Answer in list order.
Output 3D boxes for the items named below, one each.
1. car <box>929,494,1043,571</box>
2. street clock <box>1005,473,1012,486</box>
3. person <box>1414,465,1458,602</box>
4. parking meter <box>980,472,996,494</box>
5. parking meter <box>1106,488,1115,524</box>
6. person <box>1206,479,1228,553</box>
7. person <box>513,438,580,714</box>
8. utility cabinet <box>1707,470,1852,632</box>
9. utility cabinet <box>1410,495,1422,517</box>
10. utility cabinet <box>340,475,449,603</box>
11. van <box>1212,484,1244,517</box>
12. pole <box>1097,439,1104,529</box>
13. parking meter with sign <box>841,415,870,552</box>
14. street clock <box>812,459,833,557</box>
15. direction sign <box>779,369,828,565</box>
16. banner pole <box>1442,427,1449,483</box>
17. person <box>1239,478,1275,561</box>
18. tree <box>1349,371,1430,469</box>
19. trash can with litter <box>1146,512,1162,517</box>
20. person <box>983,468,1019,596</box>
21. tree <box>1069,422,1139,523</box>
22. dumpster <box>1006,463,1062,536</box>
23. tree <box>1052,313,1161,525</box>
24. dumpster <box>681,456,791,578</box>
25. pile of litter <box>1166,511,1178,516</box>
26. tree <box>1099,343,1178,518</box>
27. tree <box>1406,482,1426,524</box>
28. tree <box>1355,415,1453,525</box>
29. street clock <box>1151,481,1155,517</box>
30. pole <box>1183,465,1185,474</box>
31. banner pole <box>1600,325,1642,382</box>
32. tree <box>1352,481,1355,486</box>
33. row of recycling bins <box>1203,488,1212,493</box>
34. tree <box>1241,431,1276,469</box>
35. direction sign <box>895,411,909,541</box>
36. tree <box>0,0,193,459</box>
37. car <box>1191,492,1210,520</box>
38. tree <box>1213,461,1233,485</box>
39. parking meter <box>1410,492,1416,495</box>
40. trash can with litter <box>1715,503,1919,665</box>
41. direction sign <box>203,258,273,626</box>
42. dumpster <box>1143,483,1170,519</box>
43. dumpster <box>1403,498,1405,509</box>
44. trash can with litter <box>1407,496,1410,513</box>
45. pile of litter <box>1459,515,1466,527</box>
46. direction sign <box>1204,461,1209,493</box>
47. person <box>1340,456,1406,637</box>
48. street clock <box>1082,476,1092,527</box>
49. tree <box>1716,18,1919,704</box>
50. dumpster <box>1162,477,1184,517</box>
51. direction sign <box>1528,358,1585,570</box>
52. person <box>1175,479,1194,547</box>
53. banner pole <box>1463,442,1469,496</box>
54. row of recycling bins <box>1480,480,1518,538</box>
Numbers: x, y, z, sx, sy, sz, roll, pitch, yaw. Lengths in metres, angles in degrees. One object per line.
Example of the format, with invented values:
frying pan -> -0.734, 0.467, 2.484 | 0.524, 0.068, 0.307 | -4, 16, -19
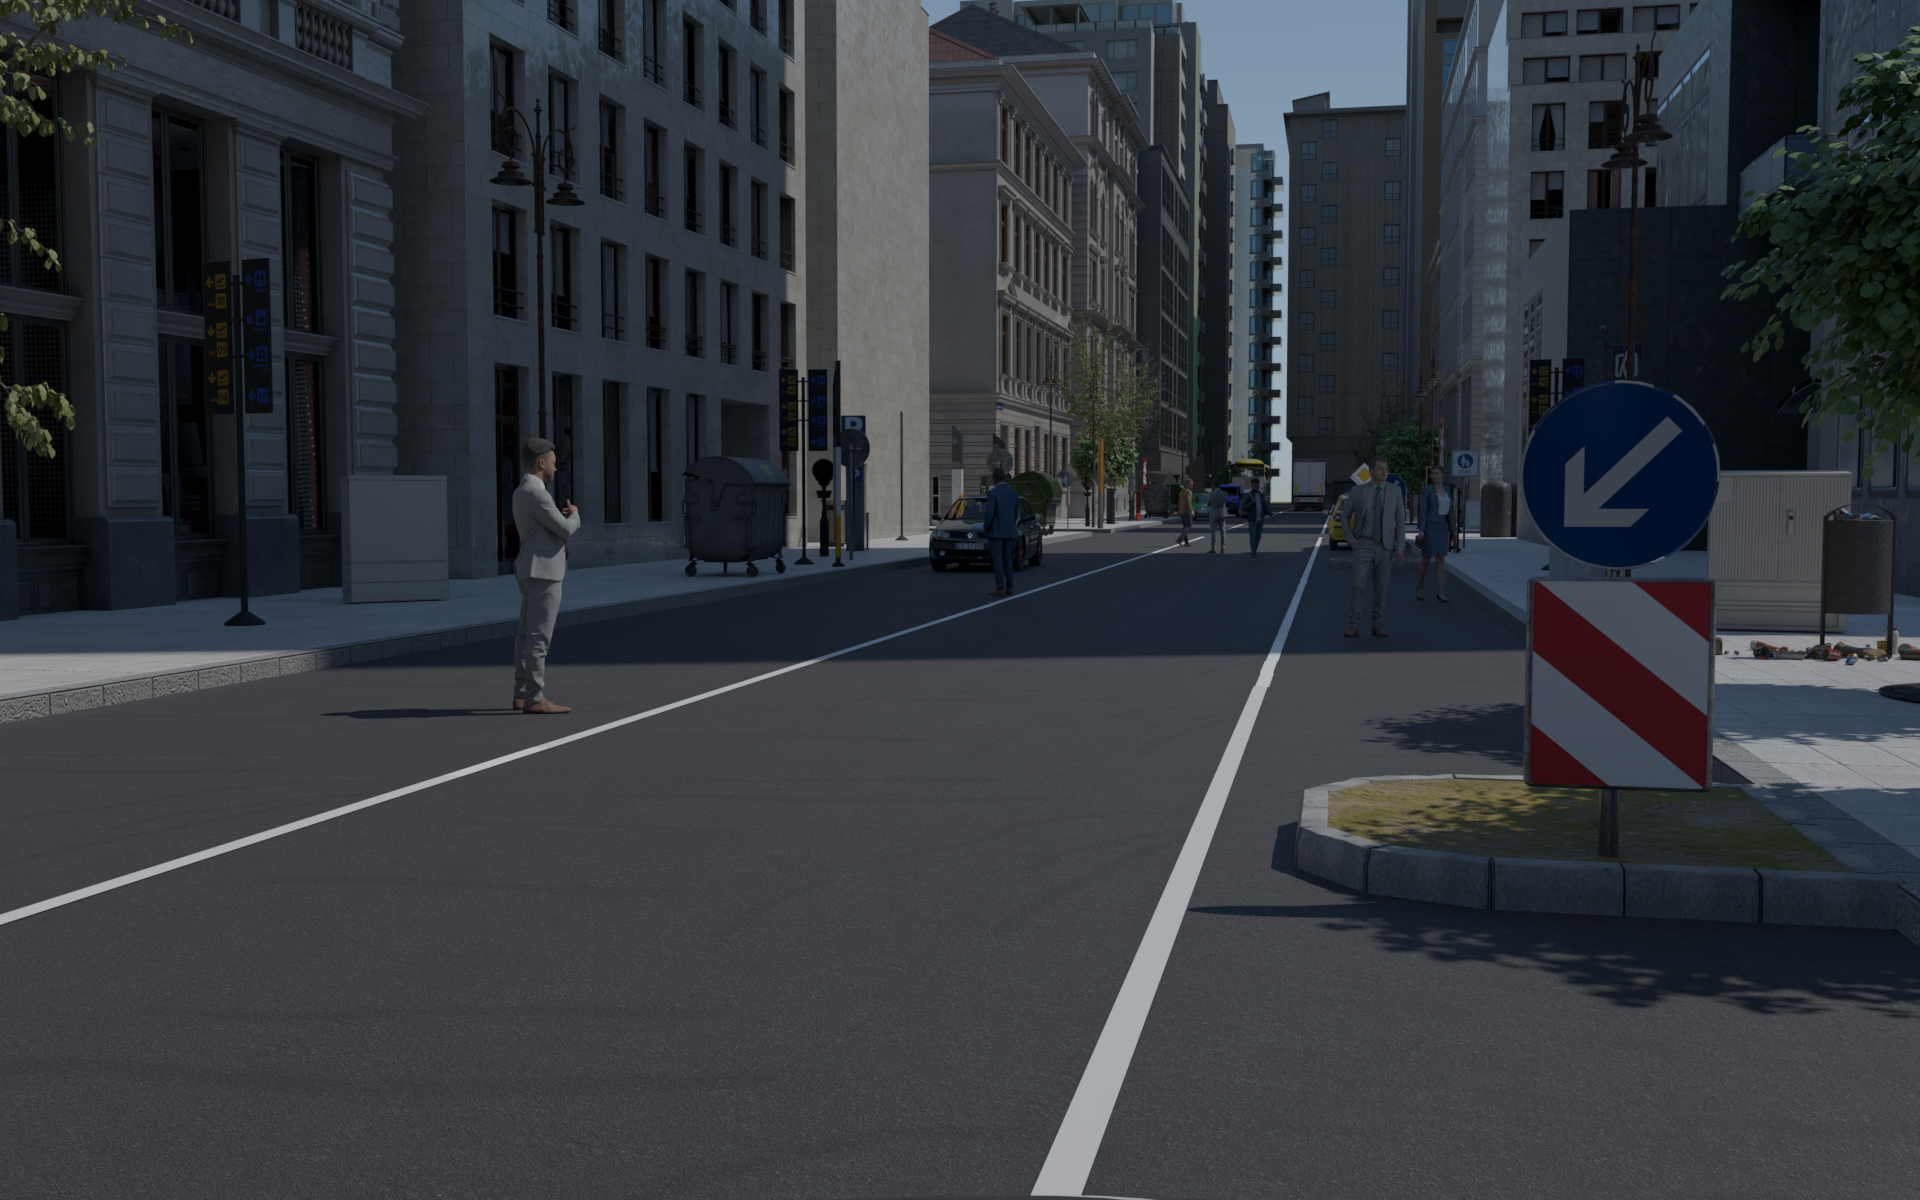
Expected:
car -> 0.545, -1.455, 33.573 | 2.009, 1.686, 4.222 | 1, 4, 10
street clock -> 1.432, -3.157, 56.181 | 0.471, 2.002, 0.358 | -2, 4, -34
person -> 6.348, -0.894, 23.148 | 0.581, 1.822, 0.654 | 0, 4, -4
parking meter -> 0.746, -2.449, 45.748 | 0.399, 1.863, 0.255 | -3, 5, -39
parking meter -> 6.417, -3.994, 73.710 | 0.372, 1.533, 0.369 | 0, 3, 0
person -> 6.213, -2.037, 41.989 | 0.511, 1.800, 0.466 | -2, 4, -28
person -> -2.714, -0.168, 11.422 | 0.466, 1.800, 0.511 | -3, 5, -39
utility cabinet -> 7.604, -0.455, 16.120 | 1.173, 1.500, 0.318 | 1, 4, 20
utility cabinet -> 26.024, -5.314, 98.038 | 1.020, 1.237, 0.306 | 0, 4, -7
utility cabinet -> -6.712, -0.728, 20.577 | 1.173, 1.500, 0.318 | -3, 4, -38
van -> 16.733, -6.365, 108.448 | 2.240, 2.365, 5.245 | 1, 4, 13
pole -> 5.221, -4.313, 64.368 | 0.158, 3.312, 0.155 | 0, 3, 0
parking meter with sign -> -2.327, -2.628, 39.232 | 0.543, 3.016, 1.738 | 0, 4, 2
street clock -> -2.791, -1.896, 35.563 | 0.471, 2.002, 0.358 | 0, 4, -1
direction sign -> -2.844, -2.416, 31.505 | 0.876, 3.537, 0.379 | 0, 4, 3
banner pole -> 17.980, -4.541, 64.259 | 0.401, 3.779, 0.863 | 2, 4, 33
person -> 6.370, -1.745, 37.385 | 0.623, 1.781, 0.721 | -3, 5, -41
tree -> 25.686, -9.318, 102.713 | 4.360, 8.622, 3.978 | 0, 3, 0
trash can with litter -> 10.800, -5.215, 96.645 | 1.055, 1.170, 0.624 | 2, 4, 24
person -> 0.593, -0.969, 24.518 | 0.419, 1.800, 0.721 | 3, 5, 41
tree -> 6.295, -5.665, 76.341 | 4.285, 4.588, 4.351 | 0, 3, 0
dumpster -> 2.279, -3.130, 53.668 | 1.502, 2.255, 1.985 | 1, 4, 12
tree -> 5.806, -7.376, 70.955 | 4.737, 8.622, 4.395 | 0, 3, 0
dumpster -> -3.542, -1.320, 27.347 | 1.264, 1.857, 1.865 | 1, 4, 12
pile of litter -> 12.146, -5.292, 100.492 | 1.176, 0.858, 1.719 | 2, 4, 24
tree -> 8.613, -8.252, 85.279 | 4.360, 8.622, 3.978 | 0, 3, 0
tree -> 19.735, -4.915, 74.966 | 1.663, 3.219, 1.824 | 0, 3, 0
tree -> 18.680, -5.372, 71.547 | 4.285, 4.588, 4.351 | 0, 3, 0
street clock -> 10.926, -5.731, 98.269 | 0.358, 2.002, 0.471 | 0, 4, 5
pole -> 15.603, -7.774, 120.942 | 0.158, 3.312, 0.155 | 0, 3, 0
banner pole -> 9.682, -2.176, 25.595 | 0.401, 3.779, 0.863 | -2, 4, -35
tree -> 21.155, -5.923, 80.548 | 4.285, 4.588, 4.351 | 0, 3, 0
row of recycling bins -> 17.653, -7.127, 123.643 | 1.069, 1.692, 3.534 | 1, 4, 15
tree -> 34.375, -15.271, 200.047 | 4.360, 8.622, 3.978 | 0, 3, 0
direction sign -> -1.608, -3.410, 47.756 | 0.379, 3.537, 0.876 | 0, 4, 1
tree -> -6.901, -3.672, 10.396 | 4.737, 8.622, 4.395 | 0, 3, 0
car -> 13.405, -5.238, 94.437 | 1.959, 1.807, 4.718 | 1, 4, 12
tree -> 26.480, -11.356, 169.380 | 4.285, 4.588, 4.351 | 0, 3, 0
parking meter -> 26.313, -5.636, 100.564 | 0.372, 1.533, 0.369 | 0, 3, 0
trash can with litter -> 6.679, -0.165, 13.761 | 2.233, 1.210, 1.678 | 1, 4, 8
direction sign -> -7.014, -1.522, 16.881 | 0.876, 3.537, 0.379 | 2, 4, 26
dumpster -> 10.292, -5.200, 90.785 | 1.264, 1.857, 1.865 | 1, 4, 12
dumpster -> 23.963, -5.492, 95.561 | 1.264, 1.857, 1.865 | 1, 4, 12
trash can with litter -> 30.418, -6.416, 116.280 | 0.624, 1.170, 1.055 | 3, 4, 36
pile of litter -> 19.213, -3.253, 67.153 | 1.176, 0.858, 1.719 | -2, 4, -34
direction sign -> 16.767, -7.766, 118.963 | 0.379, 3.537, 0.876 | -3, 5, -42
person -> 4.174, -0.545, 17.508 | 0.635, 1.810, 0.391 | 0, 4, -2
street clock -> 5.039, -3.902, 68.368 | 0.471, 2.002, 0.358 | 0, 3, 0
tree -> 6.521, -1.653, 10.748 | 4.285, 4.588, 4.351 | 0, 3, 0
dumpster -> 11.997, -5.857, 98.255 | 1.502, 2.255, 1.985 | 1, 4, 12
direction sign -> 9.996, -2.269, 29.102 | 0.876, 3.537, 0.379 | 2, 4, 30
person -> 6.119, -2.351, 46.852 | 0.656, 1.842, 0.836 | 3, 5, 40
banner pole -> 24.360, -5.712, 83.404 | 0.401, 3.779, 0.863 | 2, 4, 33
row of recycling bins -> 17.122, -2.734, 51.812 | 3.534, 1.692, 1.069 | -2, 4, -25
